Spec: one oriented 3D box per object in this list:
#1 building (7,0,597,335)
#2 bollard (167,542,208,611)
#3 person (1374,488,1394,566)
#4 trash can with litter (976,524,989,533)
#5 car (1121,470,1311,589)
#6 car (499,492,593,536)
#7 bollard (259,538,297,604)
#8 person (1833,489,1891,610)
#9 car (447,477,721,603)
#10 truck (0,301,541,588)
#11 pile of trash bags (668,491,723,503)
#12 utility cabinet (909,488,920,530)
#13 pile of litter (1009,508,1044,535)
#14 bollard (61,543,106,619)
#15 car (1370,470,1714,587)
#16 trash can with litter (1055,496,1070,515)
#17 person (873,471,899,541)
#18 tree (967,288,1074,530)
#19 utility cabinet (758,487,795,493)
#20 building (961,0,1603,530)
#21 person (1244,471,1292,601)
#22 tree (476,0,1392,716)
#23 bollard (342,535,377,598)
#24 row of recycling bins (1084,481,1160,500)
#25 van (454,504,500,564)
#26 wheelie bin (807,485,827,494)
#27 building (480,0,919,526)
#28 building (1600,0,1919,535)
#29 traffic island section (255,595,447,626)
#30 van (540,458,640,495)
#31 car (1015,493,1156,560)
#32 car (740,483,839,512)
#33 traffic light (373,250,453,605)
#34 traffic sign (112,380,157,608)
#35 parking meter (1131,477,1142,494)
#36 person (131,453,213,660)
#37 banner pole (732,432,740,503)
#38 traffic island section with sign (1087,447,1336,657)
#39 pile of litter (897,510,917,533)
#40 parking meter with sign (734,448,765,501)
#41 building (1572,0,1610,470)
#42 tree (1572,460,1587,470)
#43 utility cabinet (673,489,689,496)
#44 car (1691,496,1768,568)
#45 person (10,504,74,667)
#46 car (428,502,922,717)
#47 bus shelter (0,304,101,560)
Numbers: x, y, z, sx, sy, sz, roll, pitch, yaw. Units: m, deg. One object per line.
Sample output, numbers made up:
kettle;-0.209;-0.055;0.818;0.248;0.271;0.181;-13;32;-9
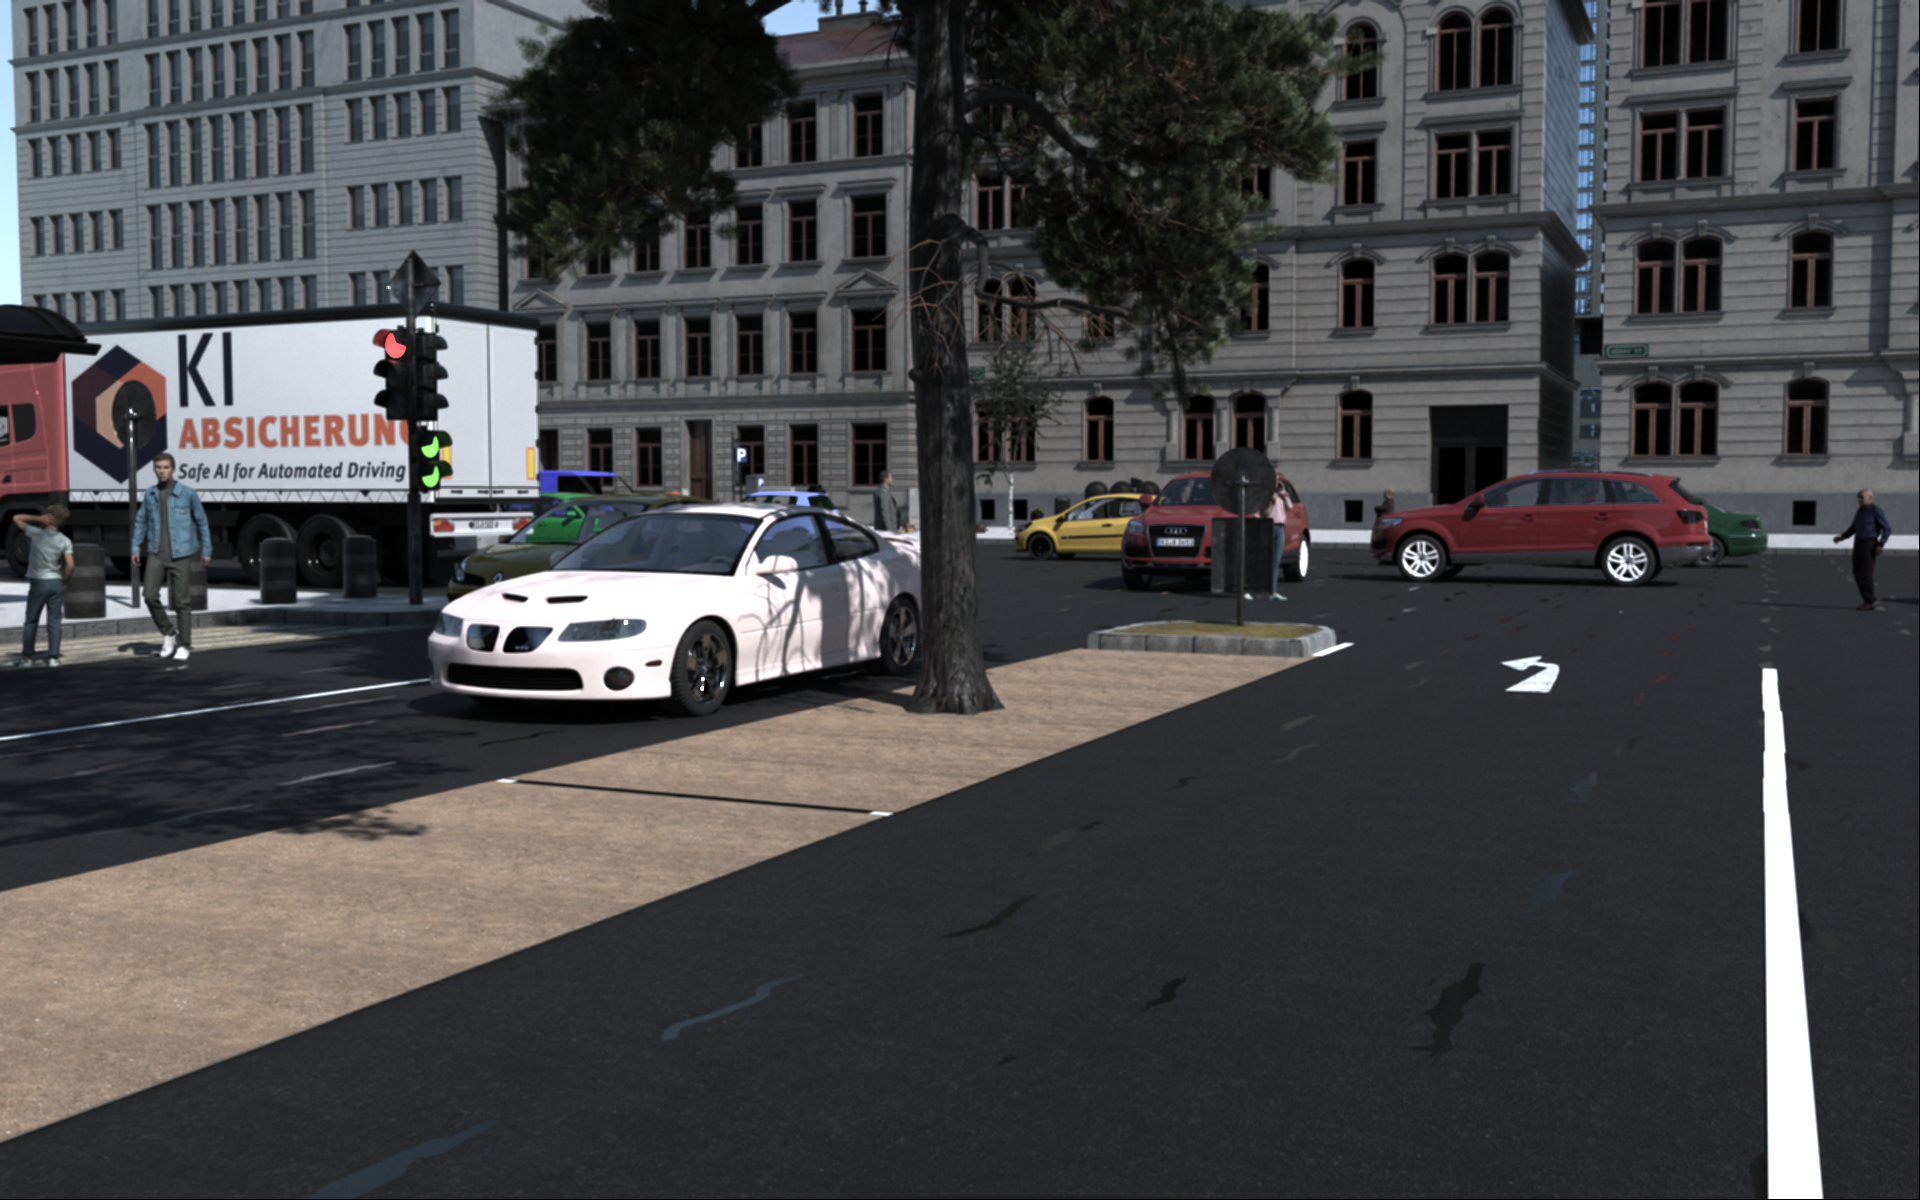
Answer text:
building;-32.205;-18.911;86.686;29.804;29.767;11.434;2;4;25
bollard;-8.535;-0.270;19.128;0.404;0.777;0.398;0;3;0
person;8.495;-1.464;34.704;0.388;1.546;0.482;1;4;17
trash can with litter;0.427;-2.815;57.411;1.055;1.170;0.624;1;4;20
car;4.116;-1.137;27.266;2.281;1.827;5.304;1;4;23
car;-7.905;-1.623;35.331;4.718;1.807;1.959;2;4;26
bollard;-7.993;-0.342;20.301;0.404;0.777;0.398;0;3;0
person;11.160;-0.631;21.503;0.600;1.496;0.574;1;4;12
car;-3.604;-0.477;18.016;2.015;1.641;3.980;1;4;23
truck;-12.162;-2.429;28.621;11.283;4.237;2.839;2;4;26
pile of trash bags;-8.855;-2.874;56.734;1.912;1.369;3.447;-2;4;-32
utility cabinet;-1.196;-3.190;60.837;1.173;1.500;0.318;0;4;-1
pile of litter;2.225;-2.515;55.085;1.719;0.858;1.176;-3;4;-36
bollard;-9.082;-0.198;17.952;0.404;0.777;0.398;0;3;0
car;9.374;-1.193;28.174;5.304;1.827;2.281;2;4;27
trash can with litter;3.121;-2.904;58.533;2.233;1.210;1.678;1;4;22
person;-1.176;-1.193;28.104;0.767;1.812;0.694;-1;4;-15
tree;1.924;-6.860;62.524;4.360;8.622;3.978;0;3;0
utility cabinet;-5.805;-2.822;54.818;1.173;1.500;0.318;2;4;25
building;12.226;-17.200;68.609;23.554;28.519;14.401;2;4;25
person;4.116;-0.877;23.426;0.593;1.750;0.643;-2;4;-35
tree;-0.128;-5.298;11.133;6.751;12.117;7.091;0;3;0
bollard;-7.445;-0.414;21.482;0.404;0.777;0.398;0;3;0
row of recycling bins;5.664;-2.967;55.628;3.534;1.692;1.069;2;4;24
van;-10.223;-1.464;30.955;4.112;2.044;2.013;2;4;23
wheelie bin;-4.978;-3.190;60.065;0.693;1.594;0.980;2;4;33
building;-8.840;-14.698;76.475;21.152;22.565;11.583;2;4;25
building;33.924;-16.551;57.992;23.554;28.519;14.401;2;4;25
traffic island section;-6.332;0.131;20.131;2.009;0.180;2.903;2;4;25
van;-10.184;-2.435;44.196;5.245;2.365;2.240;2;4;26
car;3.146;-1.675;37.616;3.980;1.641;2.015;2;4;25
car;-4.665;-1.994;42.188;3.694;1.707;1.945;1;4;23
traffic light;-6.300;-1.900;19.981;0.839;4.253;0.868;2;4;25
traffic sign;-9.269;-1.181;19.411;0.768;2.556;0.104;2;4;30
parking meter;6.206;-3.371;60.820;0.399;1.863;0.255;1;4;23
person;-6.818;-0.376;14.986;0.601;1.785;0.444;0;4;-1
banner pole;-8.990;-4.861;69.500;0.401;3.779;0.863;-2;4;-32
traffic island section with sign;2.488;-0.501;16.329;2.006;1.907;1.989;2;4;25
pile of litter;-1.922;-2.660;57.461;1.176;0.858;1.719;2;4;35
parking meter with sign;-7.668;-4.191;64.782;1.738;3.016;0.543;3;5;44
building;69.323;-55.514;220.320;31.000;86.520;22.319;2;4;25
tree;57.949;-11.031;164.075;4.285;4.588;4.351;0;3;0
utility cabinet;-11.473;-3.833;71.344;0.318;1.500;1.173;-2;4;-27
car;13.633;-1.420;35.012;4.920;1.459;2.131;2;4;25
person;-7.619;-0.120;14.367;0.340;1.345;0.435;3;5;43
car;-1.838;-0.030;12.857;2.083;1.381;4.827;2;4;25
bus shelter;-11.205;-1.374;16.396;2.014;3.302;5.546;2;4;25
